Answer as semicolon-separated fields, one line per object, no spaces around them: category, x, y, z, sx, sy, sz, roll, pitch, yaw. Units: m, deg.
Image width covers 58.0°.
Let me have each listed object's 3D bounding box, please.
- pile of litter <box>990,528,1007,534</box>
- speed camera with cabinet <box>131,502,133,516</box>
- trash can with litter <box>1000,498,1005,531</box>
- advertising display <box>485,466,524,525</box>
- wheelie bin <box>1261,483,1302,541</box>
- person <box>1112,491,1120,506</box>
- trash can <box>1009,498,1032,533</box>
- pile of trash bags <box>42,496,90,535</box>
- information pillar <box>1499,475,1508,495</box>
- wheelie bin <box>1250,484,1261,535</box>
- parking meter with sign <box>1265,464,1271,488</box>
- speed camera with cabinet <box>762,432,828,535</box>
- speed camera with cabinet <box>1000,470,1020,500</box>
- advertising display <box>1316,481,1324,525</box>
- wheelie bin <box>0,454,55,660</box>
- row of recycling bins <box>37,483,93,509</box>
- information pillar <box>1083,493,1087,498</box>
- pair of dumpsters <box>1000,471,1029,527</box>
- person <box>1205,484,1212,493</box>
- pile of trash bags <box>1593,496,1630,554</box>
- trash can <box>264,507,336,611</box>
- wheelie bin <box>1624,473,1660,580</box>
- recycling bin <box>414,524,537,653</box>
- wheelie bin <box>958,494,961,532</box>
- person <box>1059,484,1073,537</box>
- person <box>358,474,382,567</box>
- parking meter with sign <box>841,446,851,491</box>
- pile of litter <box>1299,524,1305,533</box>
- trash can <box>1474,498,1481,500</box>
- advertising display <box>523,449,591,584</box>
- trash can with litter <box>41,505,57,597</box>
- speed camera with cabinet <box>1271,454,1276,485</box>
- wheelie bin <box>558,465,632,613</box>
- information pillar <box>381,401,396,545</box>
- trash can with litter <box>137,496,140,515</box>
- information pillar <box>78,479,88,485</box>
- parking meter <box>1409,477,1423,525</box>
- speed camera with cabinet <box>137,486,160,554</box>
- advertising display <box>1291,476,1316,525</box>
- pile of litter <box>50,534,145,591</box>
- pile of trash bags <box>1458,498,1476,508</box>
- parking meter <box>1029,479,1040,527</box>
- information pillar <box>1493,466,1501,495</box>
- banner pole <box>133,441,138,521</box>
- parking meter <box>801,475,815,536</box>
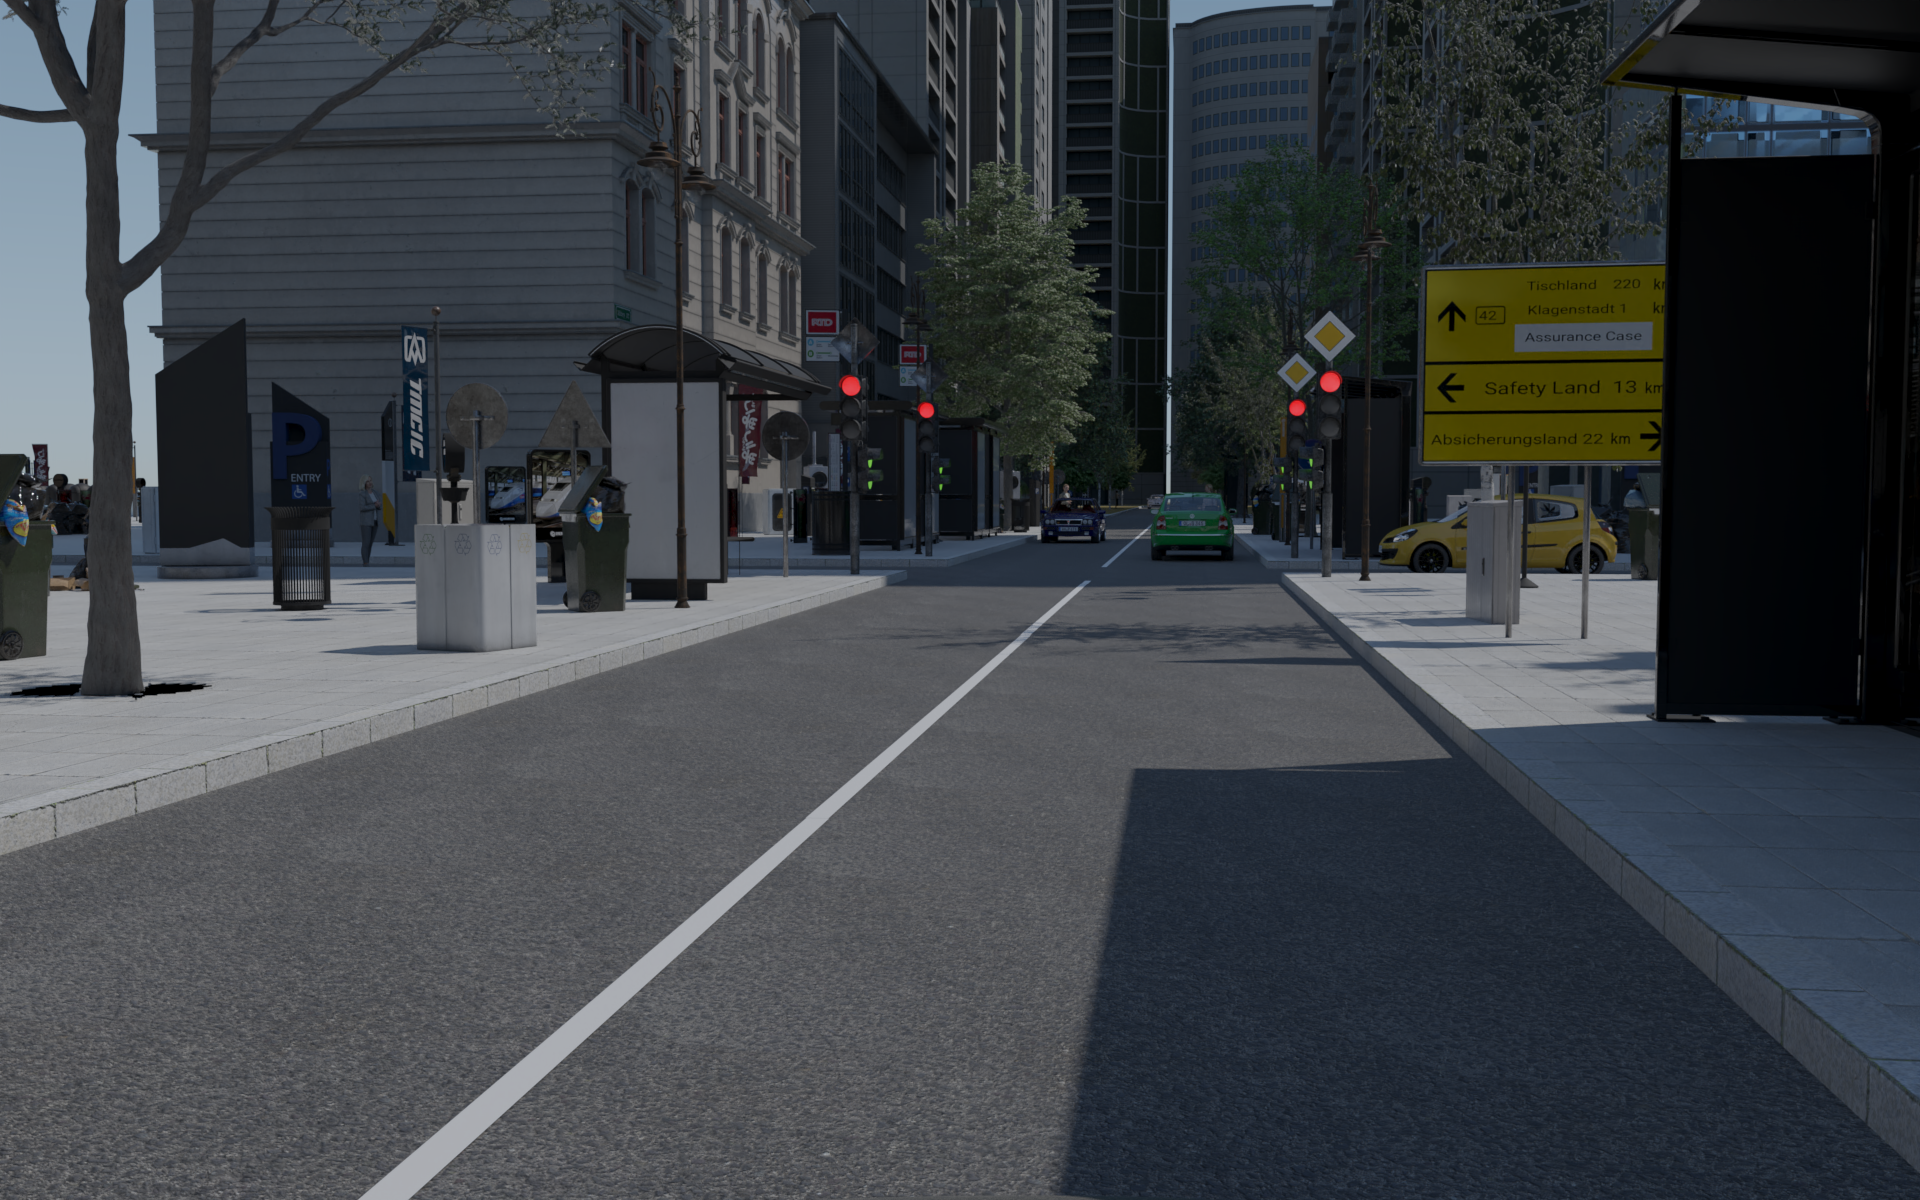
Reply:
pile of litter;0.629;-2.603;56.522;1.719;0.858;1.176;1;4;14
speed camera with cabinet;-49.244;-6.667;103.349;0.660;3.252;2.038;-3;4;-39
trash can with litter;0.978;-2.833;57.699;1.055;1.170;0.624;1;4;9
advertising display;-10.446;-2.118;39.851;0.974;1.923;0.123;-3;5;-41
wheelie bin;8.993;-2.440;47.807;0.980;1.594;0.693;3;4;37
person;17.278;-11.162;191.012;1.348;1.823;0.705;-3;5;-43
trash can;2.013;-2.817;57.705;0.748;1.137;0.748;0;3;0
pile of trash bags;-28.768;-2.729;54.380;3.447;1.369;1.912;-3;5;-43
information pillar;20.569;-3.728;65.450;0.304;2.012;0.304;3;5;45
wheelie bin;9.587;-2.851;54.525;0.693;1.594;0.980;2;4;33
parking meter with sign;18.252;-6.439;101.541;0.543;3.016;1.738;1;4;21
speed camera with cabinet;-5.155;-3.675;54.424;2.038;3.252;0.660;-2;4;-25
speed camera with cabinet;1.290;-4.411;66.455;2.038;3.252;0.660;-2;4;-28
advertising display;15.166;-4.099;72.232;0.123;1.923;0.974;-3;5;-40
wheelie bin;-7.585;-0.347;13.579;0.980;1.594;0.693;1;4;16
row of recycling bins;-33.739;-3.613;66.193;3.534;1.692;1.069;2;4;31
information pillar;8.019;-6.478;110.412;0.304;2.012;0.304;-2;4;-30
pair of dumpsters;1.876;-4.128;69.987;1.574;2.255;4.437;0;4;8
person;7.655;-2.704;53.381;0.731;1.740;0.598;3;5;40
pile of trash bags;14.448;-1.728;38.001;3.447;1.369;1.912;1;4;9
trash can;-7.306;-0.462;19.208;0.748;1.137;0.748;0;3;0
wheelie bin;10.419;-1.106;25.999;0.980;1.594;0.693;0;4;-7
recycling bin;-4.027;-0.114;14.425;0.722;1.027;0.722;2;4;26
wheelie bin;0.327;-3.129;59.068;0.980;1.594;0.693;-3;5;-41
person;3.560;-2.985;57.858;0.362;1.759;0.519;3;5;45
person;-10.914;-1.436;32.168;0.526;1.800;0.537;2;4;32
parking meter with sign;-4.172;-4.047;62.437;0.543;3.016;1.738;-1;4;-8
pile of litter;10.840;-2.611;56.659;1.719;0.858;1.176;0;4;0
trash can;18.532;-3.030;61.197;0.748;1.137;0.748;0;3;0
advertising display;-5.783;-1.212;25.024;0.974;1.923;0.123;-3;5;-41
trash can with litter;-11.664;-0.600;21.193;1.055;1.170;0.624;-3;4;-36
speed camera with cabinet;15.041;-5.339;81.633;0.660;3.252;2.038;0;4;7
wheelie bin;-4.003;-0.682;19.052;0.693;1.594;0.980;-2;4;-30
information pillar;-14.302;-3.179;43.331;0.183;3.616;0.504;0;4;8
trash can with litter;-52.801;-6.102;111.157;0.624;1.170;1.055;1;4;13
information pillar;-41.477;-4.740;81.993;0.304;2.012;0.304;1;4;9
parking meter;15.684;-3.294;59.575;0.399;1.863;0.255;-1;4;-9
speed camera with cabinet;-16.698;-2.652;37.703;0.660;3.252;2.038;3;4;39
advertising display;12.523;-3.573;63.627;0.974;1.923;0.123;-1;4;-23
pile of litter;-11.700;-0.566;23.213;1.719;0.858;1.176;3;5;42
pile of trash bags;16.301;-2.546;51.385;3.447;1.369;1.912;2;4;26
parking meter;2.930;-3.798;67.800;0.399;1.863;0.255;-3;5;-44
information pillar;21.861;-4.827;70.268;0.504;3.616;0.183;0;4;7
banner pole;-39.018;-5.593;81.457;0.863;3.779;0.401;-3;5;-40
parking meter;-4.613;-2.874;52.702;0.399;1.863;0.255;2;4;27
